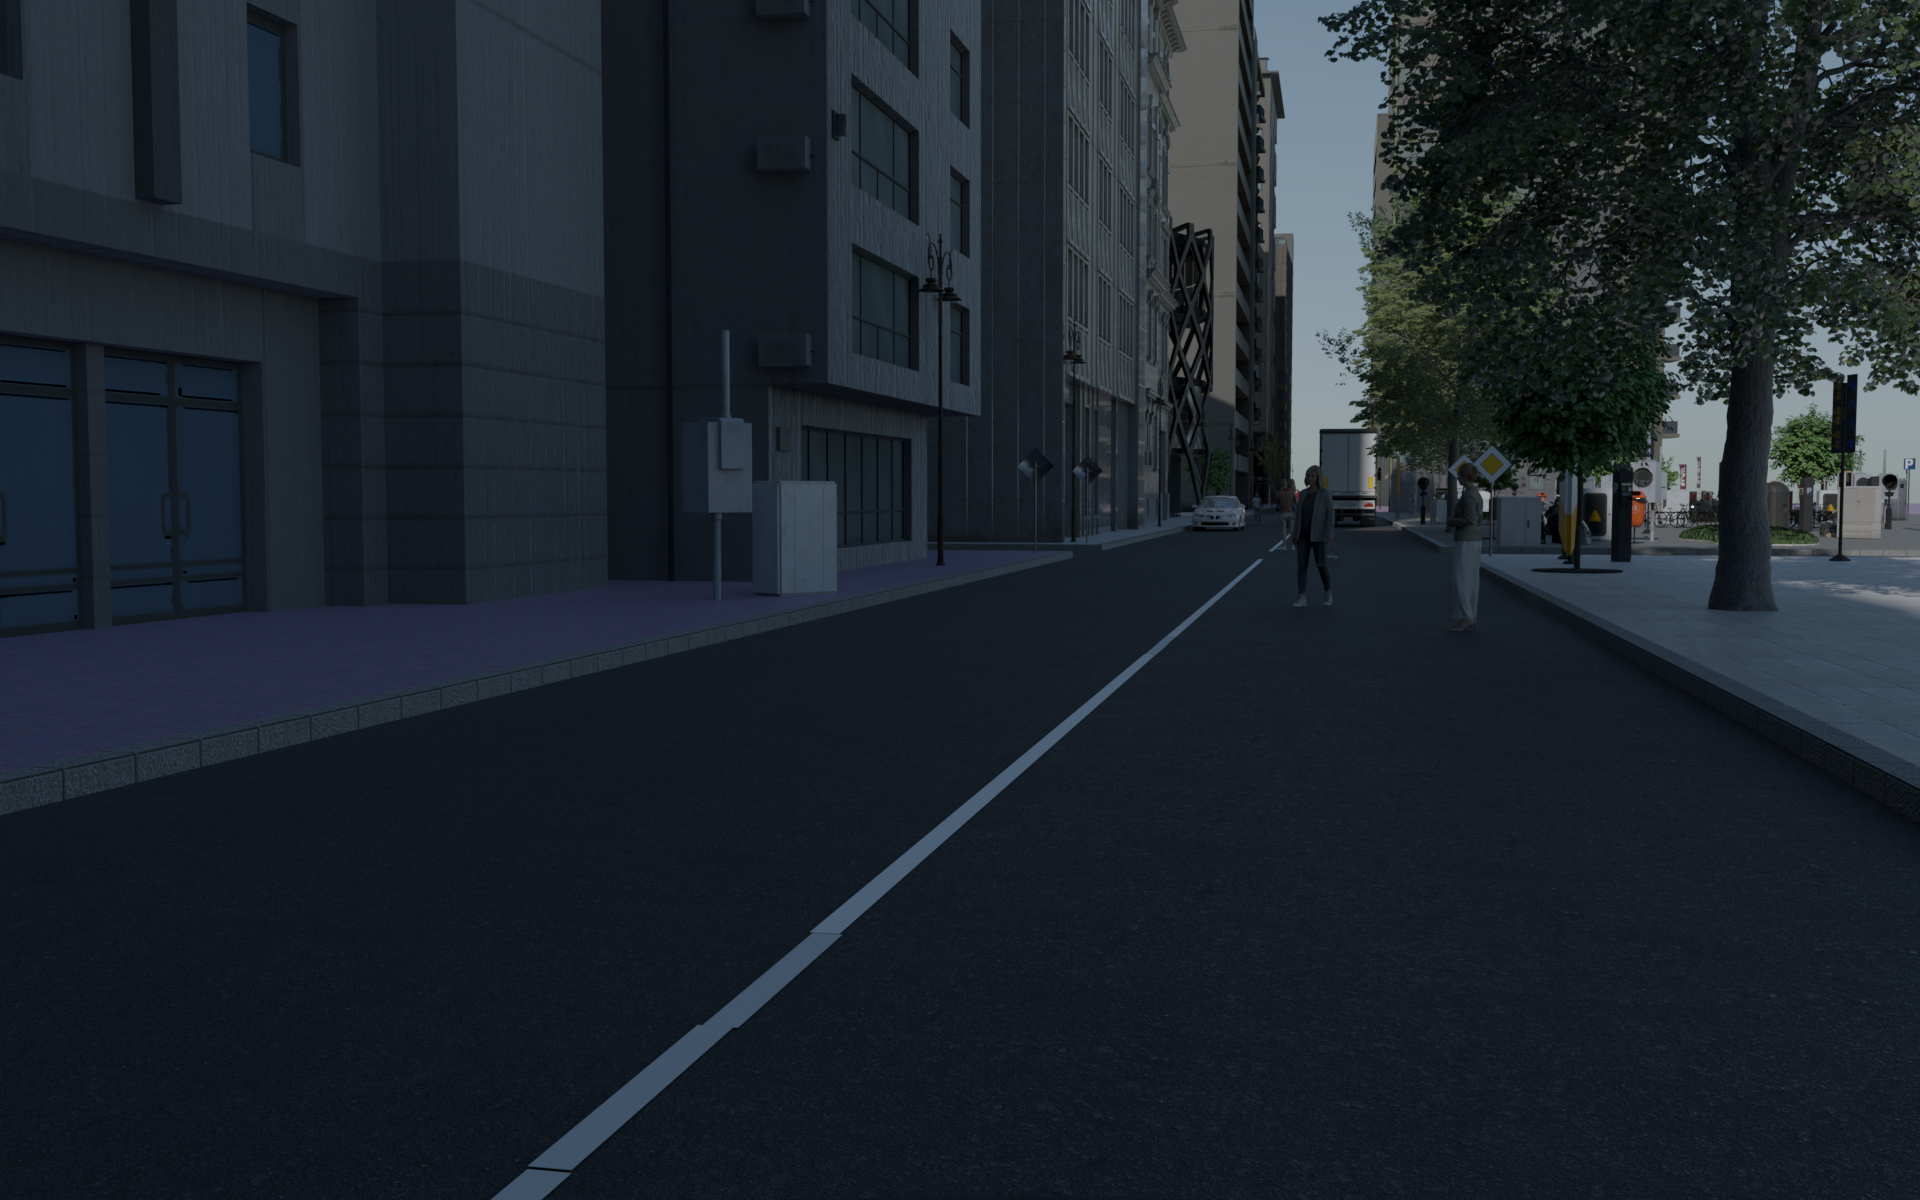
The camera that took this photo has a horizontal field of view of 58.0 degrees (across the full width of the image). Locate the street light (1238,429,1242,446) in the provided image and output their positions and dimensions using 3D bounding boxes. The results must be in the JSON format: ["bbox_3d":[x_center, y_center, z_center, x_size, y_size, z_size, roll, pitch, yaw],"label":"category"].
[{"bbox_3d":[19.296,-9.033,120.479,0.468,5.910,1.993,1,4,12],"label":"street light"}]

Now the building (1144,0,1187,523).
[{"bbox_3d":[2.147,-17.722,77.140,14.401,28.519,23.554,1,4,12],"label":"building"}]

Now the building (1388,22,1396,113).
[{"bbox_3d":[72.073,-50.179,258.675,20.563,71.187,20.611,1,4,12],"label":"building"}]

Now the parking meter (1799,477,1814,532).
[{"bbox_3d":[28.552,-3.226,58.450,0.399,1.863,0.255,-1,4,-9],"label":"parking meter"}]

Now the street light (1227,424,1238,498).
[{"bbox_3d":[17.610,-8.556,112.677,0.468,5.910,1.993,1,4,12],"label":"street light"}]

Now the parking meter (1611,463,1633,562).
[{"bbox_3d":[12.493,-1.650,32.683,0.255,1.863,0.399,0,4,-3],"label":"parking meter"}]

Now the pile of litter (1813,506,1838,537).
[{"bbox_3d":[26.649,-2.331,52.085,1.719,0.858,1.176,0,4,4],"label":"pile of litter"}]

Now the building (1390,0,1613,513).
[{"bbox_3d":[38.100,-26.910,123.577,14.154,41.232,14.086,1,4,12],"label":"building"}]

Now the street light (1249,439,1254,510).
[{"bbox_3d":[24.041,-10.399,142.803,0.468,5.910,1.993,1,4,12],"label":"street light"}]

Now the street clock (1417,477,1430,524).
[{"bbox_3d":[19.640,-4.212,73.431,0.471,2.002,0.358,0,4,4],"label":"street clock"}]

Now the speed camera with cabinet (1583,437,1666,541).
[{"bbox_3d":[18.074,-3.248,47.433,2.038,3.252,0.660,3,4,38],"label":"speed camera with cabinet"}]

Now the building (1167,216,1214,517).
[{"bbox_3d":[5.648,-14.058,97.294,16.820,18.784,16.811,1,4,12],"label":"building"}]

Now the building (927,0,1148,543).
[{"bbox_3d":[-1.074,-14.535,55.666,12.078,24.808,19.932,1,4,12],"label":"building"}]

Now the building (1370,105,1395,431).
[{"bbox_3d":[60.668,-35.773,208.598,21.300,48.544,21.600,1,4,12],"label":"building"}]

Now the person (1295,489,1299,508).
[{"bbox_3d":[27.314,-8.057,140.169,1.348,1.831,0.705,1,4,19],"label":"person"}]

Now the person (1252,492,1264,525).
[{"bbox_3d":[14.009,-4.302,81.429,0.503,1.515,0.523,-3,4,-36],"label":"person"}]

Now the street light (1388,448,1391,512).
[{"bbox_3d":[30.568,-9.198,123.176,0.468,5.910,1.993,1,4,12],"label":"street light"}]

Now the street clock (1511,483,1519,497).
[{"bbox_3d":[36.516,-6.700,114.111,0.471,2.002,0.358,0,4,0],"label":"street clock"}]

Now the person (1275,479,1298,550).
[{"bbox_3d":[8.409,-2.196,44.384,0.573,1.828,0.580,3,5,42],"label":"person"}]

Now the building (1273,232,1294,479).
[{"bbox_3d":[43.629,-35.591,265.502,14.154,41.232,14.086,1,4,12],"label":"building"}]

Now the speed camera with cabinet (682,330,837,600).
[{"bbox_3d":[-2.487,-1.672,21.670,2.038,3.252,0.660,-3,5,-45],"label":"speed camera with cabinet"}]

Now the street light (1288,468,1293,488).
[{"bbox_3d":[51.745,-18.146,269.469,0.468,5.910,1.993,1,4,12],"label":"street light"}]

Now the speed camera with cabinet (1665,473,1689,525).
[{"bbox_3d":[29.664,-4.787,72.599,2.038,3.252,0.660,-2,4,-28],"label":"speed camera with cabinet"}]

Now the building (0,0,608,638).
[{"bbox_3d":[-18.098,-28.670,10.755,21.231,58.520,28.212,1,4,12],"label":"building"}]

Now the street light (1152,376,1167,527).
[{"bbox_3d":[7.879,-5.840,68.275,0.468,5.910,1.993,1,4,12],"label":"street light"}]

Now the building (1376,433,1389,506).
[{"bbox_3d":[53.181,-52.543,171.752,22.319,86.520,31.000,1,4,12],"label":"building"}]

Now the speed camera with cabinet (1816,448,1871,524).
[{"bbox_3d":[38.290,-4.936,75.039,2.038,3.252,0.660,1,4,13],"label":"speed camera with cabinet"}]

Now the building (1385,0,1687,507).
[{"bbox_3d":[46.985,-29.919,143.795,22.147,44.769,28.867,1,4,12],"label":"building"}]

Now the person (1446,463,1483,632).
[{"bbox_3d":[5.279,-0.558,18.165,0.362,1.759,0.519,2,4,29],"label":"person"}]

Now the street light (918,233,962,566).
[{"bbox_3d":[-0.349,-3.555,30.913,0.468,5.910,1.993,1,4,12],"label":"street light"}]

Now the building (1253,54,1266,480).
[{"bbox_3d":[18.581,-31.606,171.380,22.147,44.769,28.867,1,4,12],"label":"building"}]

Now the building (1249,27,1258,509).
[{"bbox_3d":[17.922,-28.444,148.656,14.154,41.232,14.086,1,4,12],"label":"building"}]

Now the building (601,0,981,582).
[{"bbox_3d":[-7.167,-15.939,32.300,14.107,30.474,14.160,1,4,12],"label":"building"}]

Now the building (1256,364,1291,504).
[{"bbox_3d":[32.604,-24.554,246.503,27.650,21.520,28.899,1,4,12],"label":"building"}]

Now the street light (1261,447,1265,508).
[{"bbox_3d":[28.907,-11.772,165.262,0.468,5.910,1.993,1,4,12],"label":"street light"}]

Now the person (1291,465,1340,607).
[{"bbox_3d":[4.578,-0.819,22.066,0.709,1.800,0.728,3,5,43],"label":"person"}]

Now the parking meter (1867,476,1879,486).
[{"bbox_3d":[29.868,-3.118,56.698,0.255,1.863,0.399,0,4,5],"label":"parking meter"}]

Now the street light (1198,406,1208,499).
[{"bbox_3d":[12.698,-7.205,90.584,0.468,5.910,1.993,1,4,12],"label":"street light"}]

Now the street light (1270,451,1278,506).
[{"bbox_3d":[33.779,-13.124,187.364,0.468,5.910,1.993,1,4,12],"label":"street light"}]

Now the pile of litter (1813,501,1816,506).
[{"bbox_3d":[53.336,-5.718,107.450,1.719,0.858,1.176,-2,4,-27],"label":"pile of litter"}]

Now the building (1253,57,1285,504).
[{"bbox_3d":[25.481,-38.380,216.752,28.713,52.752,27.495,1,4,12],"label":"building"}]

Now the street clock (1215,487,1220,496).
[{"bbox_3d":[16.563,-6.534,111.402,0.358,2.002,0.471,1,4,13],"label":"street clock"}]

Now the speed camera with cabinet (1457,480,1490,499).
[{"bbox_3d":[27.464,-6.014,92.662,2.038,3.252,0.660,1,4,16],"label":"speed camera with cabinet"}]

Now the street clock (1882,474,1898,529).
[{"bbox_3d":[33.771,-3.571,62.954,0.471,2.002,0.358,1,4,12],"label":"street clock"}]

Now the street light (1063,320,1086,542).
[{"bbox_3d":[3.031,-4.484,46.108,0.468,5.910,1.993,1,4,12],"label":"street light"}]

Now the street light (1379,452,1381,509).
[{"bbox_3d":[35.277,-10.552,145.313,0.468,5.910,1.993,1,4,12],"label":"street light"}]

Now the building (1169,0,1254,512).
[{"bbox_3d":[10.858,-31.055,131.446,21.300,48.544,21.600,1,4,12],"label":"building"}]

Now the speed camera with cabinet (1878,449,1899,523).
[{"bbox_3d":[40.373,-5.009,76.231,2.038,3.252,0.660,-2,4,-25],"label":"speed camera with cabinet"}]
